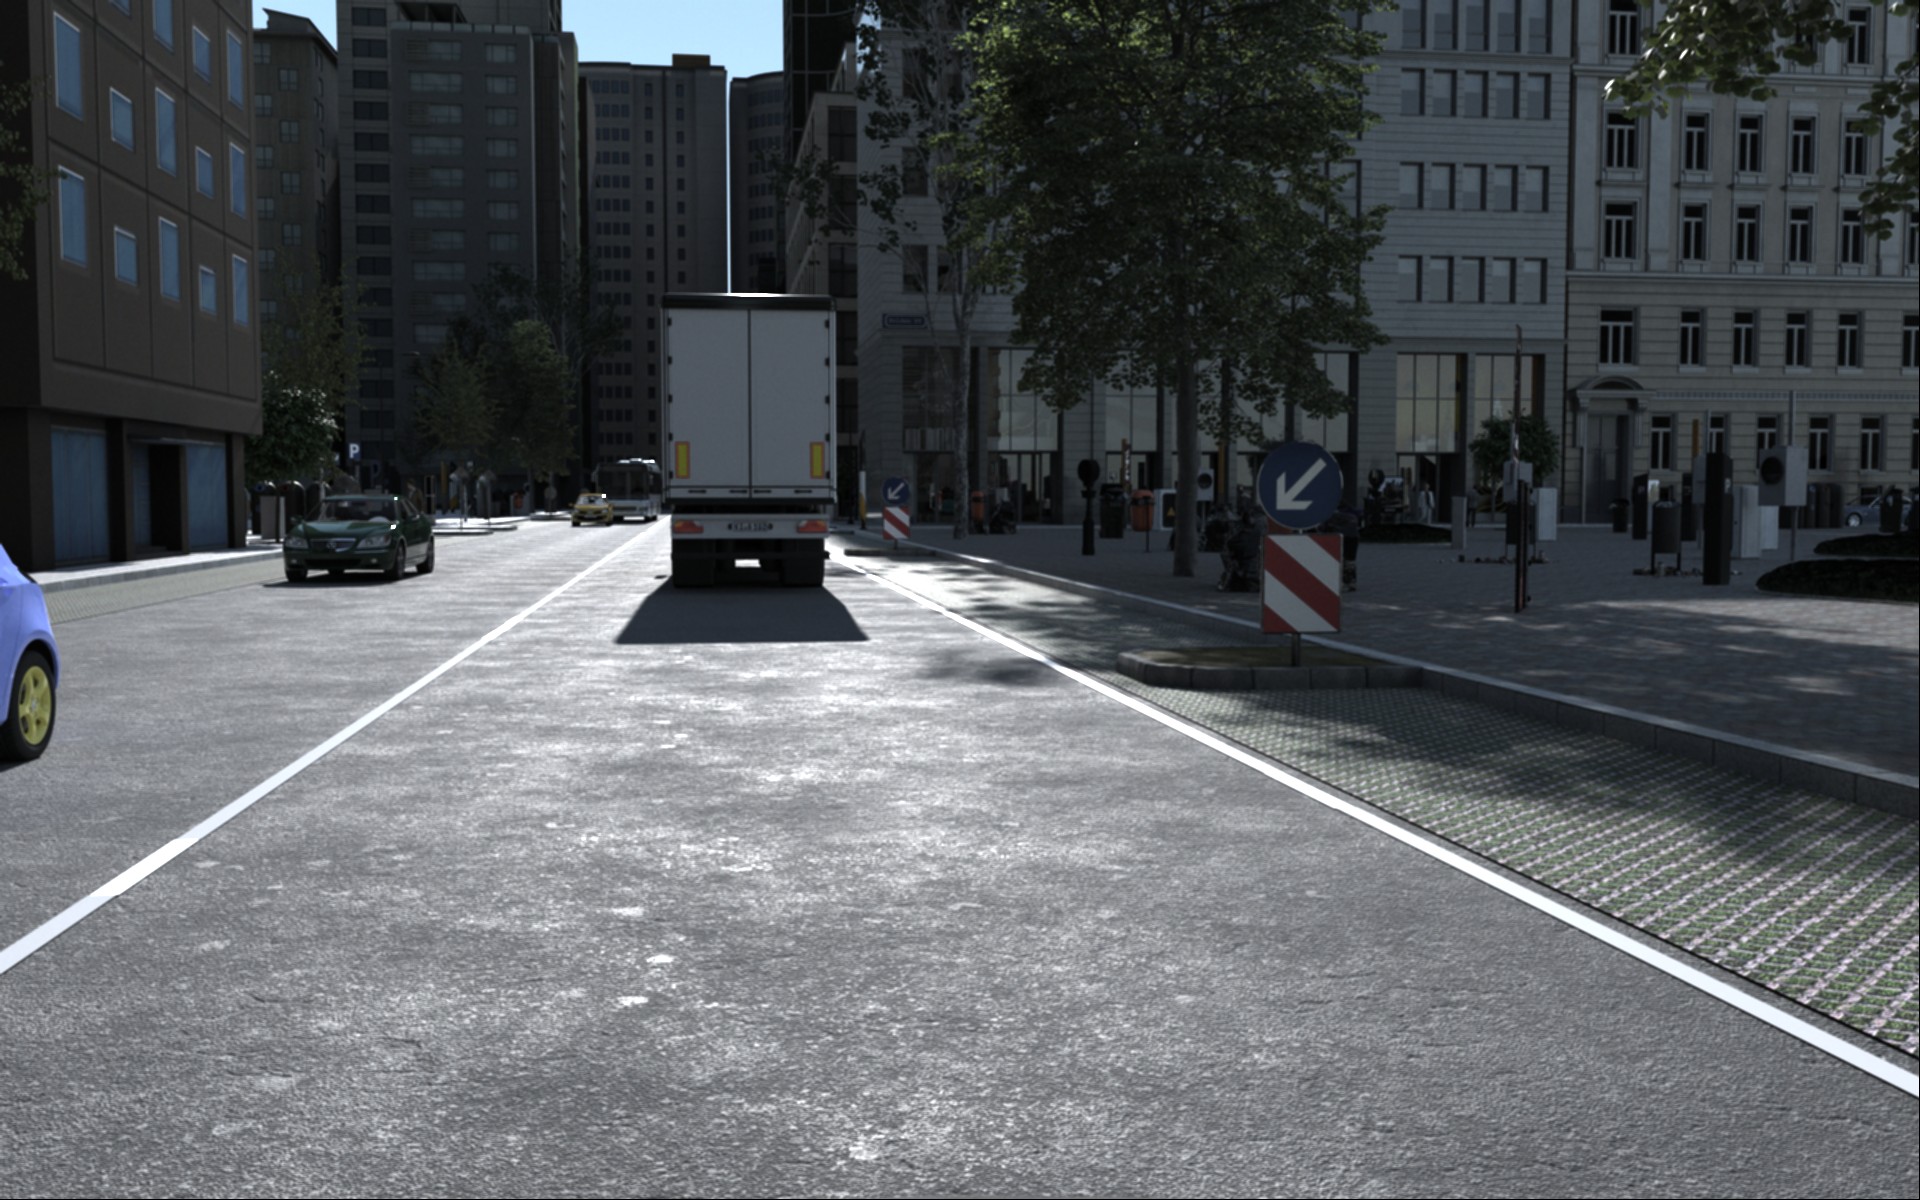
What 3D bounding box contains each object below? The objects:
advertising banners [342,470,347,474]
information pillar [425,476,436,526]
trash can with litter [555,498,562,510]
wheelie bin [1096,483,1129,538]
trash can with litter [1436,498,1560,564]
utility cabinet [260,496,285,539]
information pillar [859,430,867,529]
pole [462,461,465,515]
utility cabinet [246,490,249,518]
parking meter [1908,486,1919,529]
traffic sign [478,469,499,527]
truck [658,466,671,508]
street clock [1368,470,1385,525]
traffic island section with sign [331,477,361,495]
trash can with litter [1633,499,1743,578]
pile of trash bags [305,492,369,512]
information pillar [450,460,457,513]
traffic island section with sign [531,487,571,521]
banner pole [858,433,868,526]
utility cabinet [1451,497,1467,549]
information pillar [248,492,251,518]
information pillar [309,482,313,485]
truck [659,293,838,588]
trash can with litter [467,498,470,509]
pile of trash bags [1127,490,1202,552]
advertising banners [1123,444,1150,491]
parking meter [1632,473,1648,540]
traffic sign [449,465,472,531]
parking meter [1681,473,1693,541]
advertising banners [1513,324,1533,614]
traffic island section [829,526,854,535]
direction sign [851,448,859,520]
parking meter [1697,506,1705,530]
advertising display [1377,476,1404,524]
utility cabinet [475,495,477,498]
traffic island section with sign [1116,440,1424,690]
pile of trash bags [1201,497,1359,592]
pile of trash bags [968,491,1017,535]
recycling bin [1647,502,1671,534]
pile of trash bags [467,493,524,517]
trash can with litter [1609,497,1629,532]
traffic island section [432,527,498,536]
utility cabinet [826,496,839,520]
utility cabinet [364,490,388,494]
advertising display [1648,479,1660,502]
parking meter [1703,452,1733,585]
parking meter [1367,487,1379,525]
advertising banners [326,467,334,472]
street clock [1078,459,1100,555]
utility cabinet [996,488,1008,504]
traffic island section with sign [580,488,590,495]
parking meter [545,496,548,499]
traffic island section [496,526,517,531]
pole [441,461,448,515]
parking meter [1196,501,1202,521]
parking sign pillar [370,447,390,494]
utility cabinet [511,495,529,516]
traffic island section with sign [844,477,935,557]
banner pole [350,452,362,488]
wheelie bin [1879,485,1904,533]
[{"bbox_3d":[-44.874,-7.889,125.178,0.090,3.025,2.074,0,4,-3],"label":"advertising banners"},{"bbox_3d":[-21.230,-3.972,69.434,0.304,2.012,0.304,0,4,5],"label":"information pillar"},{"bbox_3d":[-32.064,-7.688,137.090,1.055,1.170,0.624,-3,5,-45],"label":"trash can with litter"},{"bbox_3d":[4.451,-2.591,50.267,0.980,1.594,0.693,-1,4,-12],"label":"wheelie bin"},{"bbox_3d":[10.107,-1.311,32.491,2.233,1.210,1.678,1,4,17],"label":"trash can with litter"},{"bbox_3d":[-19.780,-2.367,49.863,1.020,1.237,0.306,3,5,45],"label":"utility cabinet"},{"bbox_3d":[-3.541,-4.380,62.961,0.183,3.616,0.504,1,4,13],"label":"information pillar"},{"bbox_3d":[-30.833,-6.953,107.530,0.158,3.312,0.155,0,3,0],"label":"pole"},{"bbox_3d":[-38.596,-5.142,92.744,1.173,1.500,0.318,2,4,30],"label":"utility cabinet"},{"bbox_3d":[27.083,-2.487,49.069,0.372,1.533,0.369,0,3,0],"label":"parking meter"},{"bbox_3d":[-18.575,-3.955,68.314,0.795,2.450,0.064,-1,4,-8],"label":"traffic sign"},{"bbox_3d":[-30.150,-11.571,178.103,2.839,4.237,11.283,-1,4,-9],"label":"truck"},{"bbox_3d":[12.323,-2.857,51.284,0.358,2.002,0.471,-2,4,-26],"label":"street clock"},{"bbox_3d":[-13.986,-1.880,39.368,1.989,1.847,2.006,-1,4,-8],"label":"traffic island section with sign"},{"bbox_3d":[11.601,-1.003,27.464,2.233,1.210,1.678,-1,4,-18],"label":"trash can with litter"},{"bbox_3d":[-27.631,-4.066,76.239,3.447,1.369,1.912,0,4,0],"label":"pile of trash bags"},{"bbox_3d":[-34.627,-7.769,118.369,0.183,3.616,0.504,3,5,39],"label":"information pillar"},{"bbox_3d":[-21.883,-5.146,92.759,1.989,1.847,2.006,-1,4,-8],"label":"traffic island section with sign"},{"bbox_3d":[-3.913,-4.926,70.555,0.401,3.779,0.863,0,4,7],"label":"banner pole"},{"bbox_3d":[11.742,-1.809,40.736,0.306,1.237,1.020,1,4,19],"label":"utility cabinet"},{"bbox_3d":[-39.071,-6.321,94.705,0.504,3.616,0.183,-1,4,-16],"label":"information pillar"},{"bbox_3d":[-38.449,-6.018,102.894,0.304,2.012,0.304,0,4,-5],"label":"information pillar"},{"bbox_3d":[-3.726,-2.508,29.920,2.839,4.237,11.283,0,4,-8],"label":"truck"},{"bbox_3d":[-31.809,-6.168,112.227,1.055,1.170,0.624,1,4,9],"label":"trash can with litter"},{"bbox_3d":[5.330,-1.785,38.943,3.447,1.369,1.912,-2,4,-24],"label":"pile of trash bags"},{"bbox_3d":[6.244,-3.972,61.122,0.090,3.025,2.074,2,4,34],"label":"advertising banners"},{"bbox_3d":[19.186,-2.641,48.897,0.399,1.863,0.255,1,4,10],"label":"parking meter"},{"bbox_3d":[-17.405,-3.472,60.415,0.795,2.450,0.064,-1,4,-8],"label":"traffic sign"},{"bbox_3d":[19.805,-2.538,47.202,0.255,1.863,0.399,1,4,22],"label":"parking meter"},{"bbox_3d":[6.121,-1.387,18.866,0.090,3.025,2.074,1,4,23],"label":"advertising banners"},{"bbox_3d":[-4.921,-2.448,62.314,2.009,0.180,2.903,-1,4,-8],"label":"traffic island section"},{"bbox_3d":[-5.125,-5.715,85.443,0.379,3.537,0.876,2,4,27],"label":"direction sign"},{"bbox_3d":[26.501,-3.264,61.773,0.372,1.533,0.369,0,3,0],"label":"parking meter"},{"bbox_3d":[15.447,-3.489,62.257,0.974,1.923,0.123,1,4,9],"label":"advertising display"},{"bbox_3d":[-35.599,-7.208,129.019,1.020,1.237,0.306,-2,4,-33],"label":"utility cabinet"},{"bbox_3d":[2.297,-0.301,13.549,1.989,1.847,2.006,-1,4,-8],"label":"traffic island section with sign"},{"bbox_3d":[4.291,-0.800,22.833,1.912,1.369,3.447,1,4,12],"label":"pile of trash bags"},{"bbox_3d":[0.804,-2.801,55.545,1.912,1.369,3.447,1,4,9],"label":"pile of trash bags"},{"bbox_3d":[22.653,-2.669,56.189,0.722,1.027,0.722,1,4,17],"label":"recycling bin"},{"bbox_3d":[-26.529,-5.489,99.489,1.912,1.369,3.447,3,4,37],"label":"pile of trash bags"},{"bbox_3d":[22.159,-2.863,58.193,0.624,1.170,1.055,2,4,25],"label":"trash can with litter"},{"bbox_3d":[-17.428,-2.336,60.473,2.009,0.180,2.903,-1,4,-8],"label":"traffic island section"},{"bbox_3d":[-6.469,-4.684,87.739,0.306,1.237,1.020,-2,4,-27],"label":"utility cabinet"},{"bbox_3d":[-29.722,-4.859,88.129,1.173,1.500,0.318,1,4,13],"label":"utility cabinet"},{"bbox_3d":[29.926,-4.264,74.928,0.974,1.923,0.123,-2,4,-35],"label":"advertising display"},{"bbox_3d":[10.739,-1.151,24.534,0.399,1.863,0.255,-3,5,-45],"label":"parking meter"},{"bbox_3d":[14.361,-3.170,60.245,0.372,1.533,0.369,0,3,0],"label":"parking meter"},{"bbox_3d":[-41.381,-7.071,111.795,2.074,3.025,0.090,0,4,6],"label":"advertising banners"},{"bbox_3d":[2.695,-1.941,36.306,0.358,2.002,0.471,-2,4,-35],"label":"street clock"},{"bbox_3d":[1.444,-3.173,60.558,0.318,1.500,1.173,0,4,7],"label":"utility cabinet"},{"bbox_3d":[-25.861,-6.791,119.664,1.989,1.847,2.006,-1,4,-8],"label":"traffic island section with sign"},{"bbox_3d":[-29.869,-7.157,125.426,0.372,1.533,0.369,0,3,0],"label":"parking meter"},{"bbox_3d":[-18.597,-2.819,68.373,2.009,0.180,2.903,-1,4,-8],"label":"traffic island section"},{"bbox_3d":[-31.682,-6.872,106.207,0.158,3.312,0.155,0,3,0],"label":"pole"},{"bbox_3d":[8.829,-3.562,63.951,0.255,1.863,0.399,0,4,-7],"label":"parking meter"},{"bbox_3d":[-32.868,-6.710,98.185,1.447,3.967,1.447,3,5,41],"label":"parking sign pillar"},{"bbox_3d":[-25.837,-5.536,101.672,1.020,1.237,0.306,-2,4,-28],"label":"utility cabinet"},{"bbox_3d":[-1.679,-1.940,40.354,1.989,1.847,2.006,-1,4,-8],"label":"traffic island section with sign"},{"bbox_3d":[-31.381,-6.105,89.839,0.863,3.779,0.401,1,4,12],"label":"banner pole"},{"bbox_3d":[30.911,-3.031,57.467,0.693,1.594,0.980,1,4,17],"label":"wheelie bin"}]
